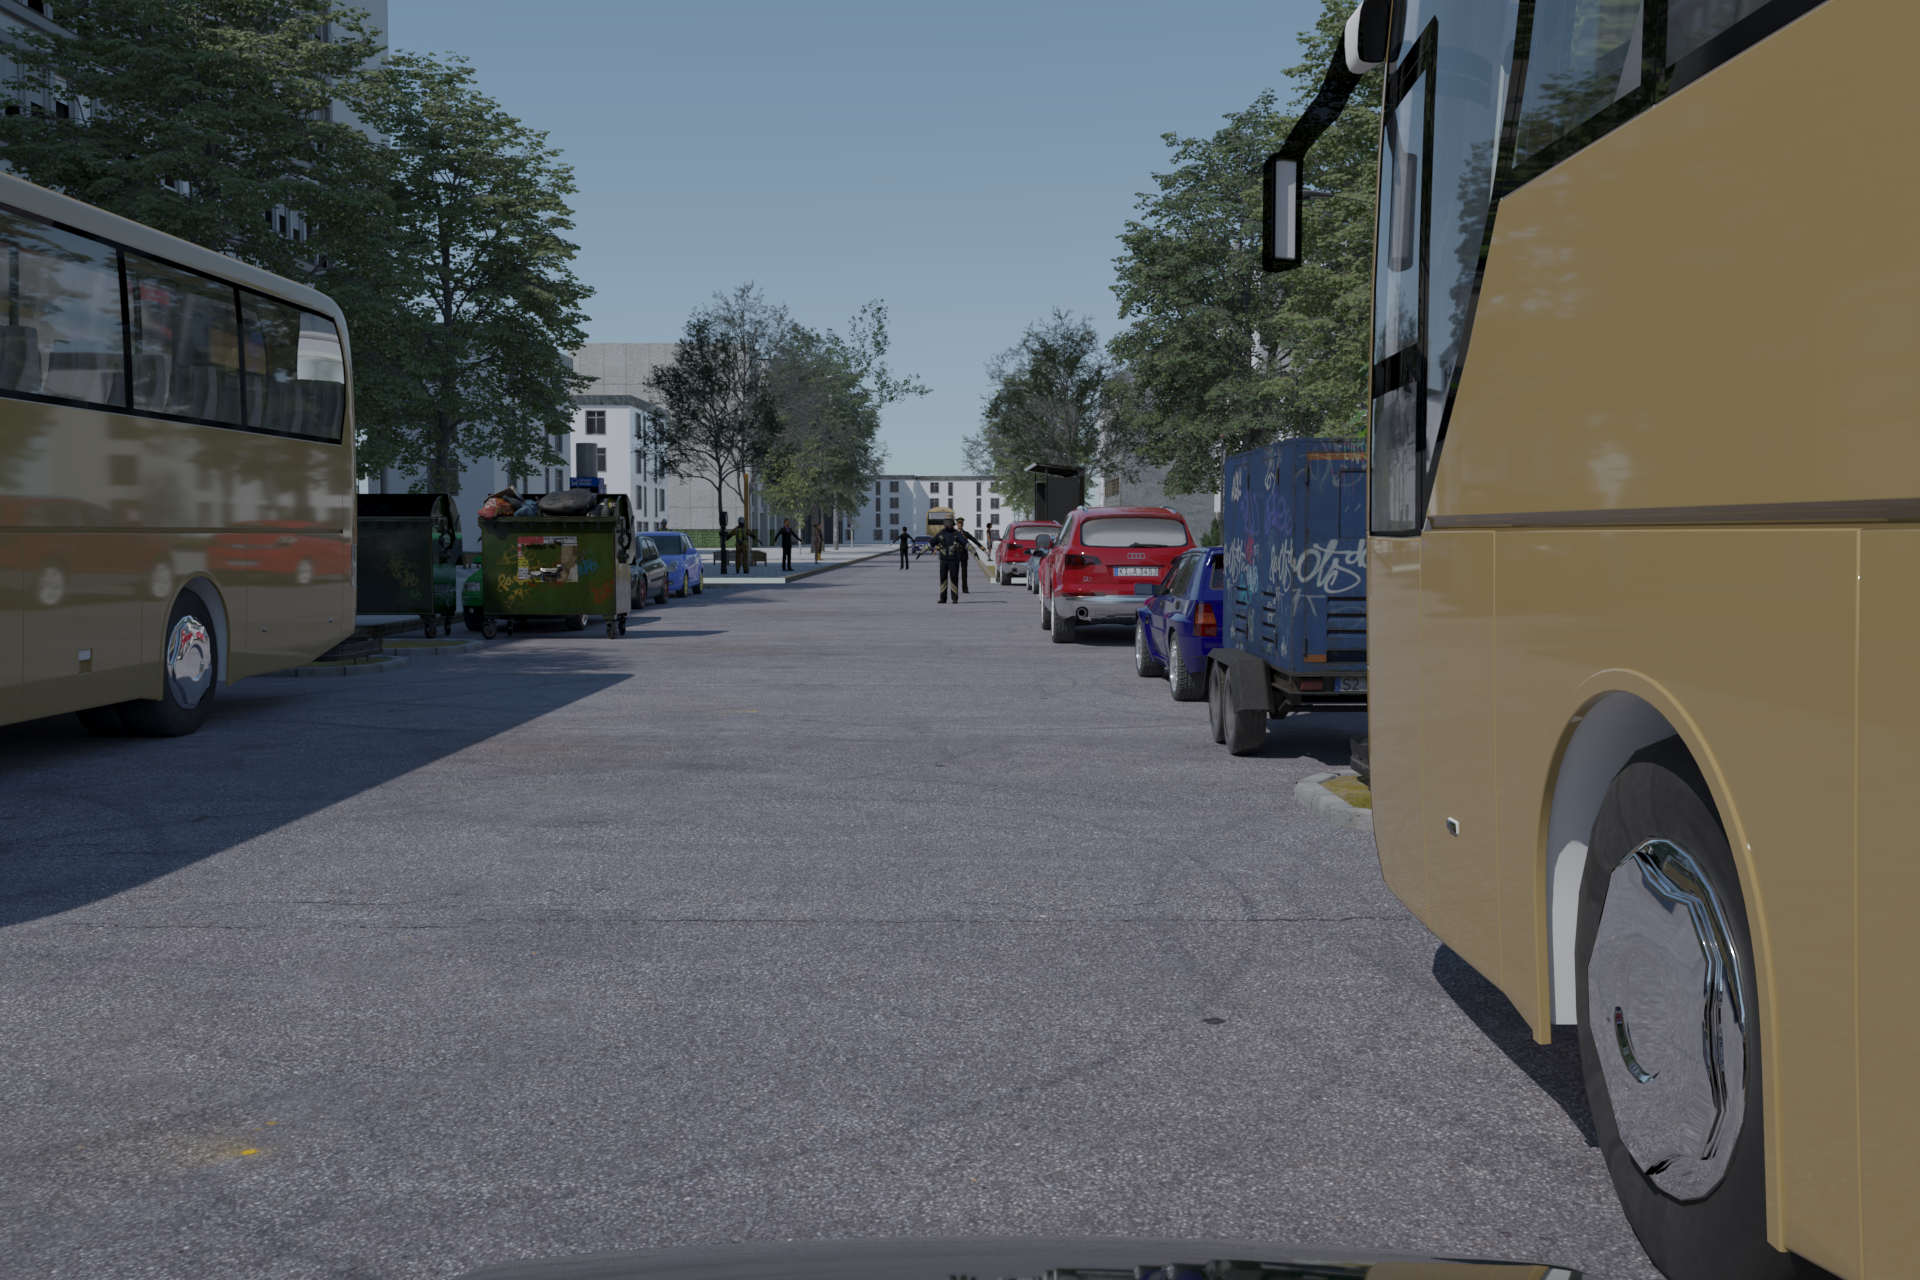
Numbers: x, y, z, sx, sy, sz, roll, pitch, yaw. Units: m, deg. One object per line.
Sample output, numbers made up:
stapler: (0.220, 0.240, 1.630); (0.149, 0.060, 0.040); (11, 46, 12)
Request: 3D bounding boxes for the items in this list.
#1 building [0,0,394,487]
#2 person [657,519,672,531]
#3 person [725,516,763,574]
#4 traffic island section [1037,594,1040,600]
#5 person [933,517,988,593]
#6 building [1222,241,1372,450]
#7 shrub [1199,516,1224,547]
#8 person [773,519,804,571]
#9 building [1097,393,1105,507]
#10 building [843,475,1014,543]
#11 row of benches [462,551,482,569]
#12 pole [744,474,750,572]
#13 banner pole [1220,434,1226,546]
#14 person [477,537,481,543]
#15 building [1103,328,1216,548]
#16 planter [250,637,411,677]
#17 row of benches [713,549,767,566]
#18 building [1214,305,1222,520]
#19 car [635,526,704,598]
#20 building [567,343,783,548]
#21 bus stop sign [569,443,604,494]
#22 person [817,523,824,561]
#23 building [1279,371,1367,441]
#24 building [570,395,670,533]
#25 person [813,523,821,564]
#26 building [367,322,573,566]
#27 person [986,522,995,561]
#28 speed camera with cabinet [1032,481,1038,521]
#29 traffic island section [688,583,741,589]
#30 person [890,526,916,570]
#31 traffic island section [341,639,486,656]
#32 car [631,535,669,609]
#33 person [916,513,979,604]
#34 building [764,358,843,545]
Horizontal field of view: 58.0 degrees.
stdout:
building: (-29.438, -14.255, 40.671); (19.016, 26.051, 41.698); (0, 4, 1)
person: (-9.372, -2.971, 55.036); (1.216, 1.772, 0.721); (-1, 4, -17)
person: (-7.059, -3.072, 55.990); (1.354, 1.858, 0.705); (0, 4, 4)
traffic island section: (2.710, -0.941, 38.248); (1.991, 0.108, 1.994); (0, 4, 0)
person: (0.009, -2.043, 41.788); (1.347, 1.837, 0.705); (0, 4, -6)
building: (22.343, -15.688, 112.921); (16.016, 20.090, 11.380); (0, 4, 0)
shrub: (10.515, -4.046, 70.199); (1.661, 2.075, 1.752); (0, 3, 0)
person: (-5.976, -3.288, 59.982); (0.704, 1.802, 1.346); (3, 5, 44)
building: (23.069, -22.620, 226.256); (16.016, 20.090, 11.380); (0, 4, 0)
building: (-6.281, -18.420, 245.772); (28.070, 9.664, 9.099); (0, 4, 2)
row of benches: (-18.025, -3.047, 65.275); (1.422, 0.672, 4.104); (1, 4, 12)
pole: (-7.207, -3.955, 58.499); (0.158, 3.312, 0.155); (0, 3, 0)
banner pole: (6.536, -3.243, 43.032); (0.401, 3.779, 0.863); (0, 3, 0)
person: (-18.365, -3.795, 68.227); (1.347, 1.806, 0.705); (0, 4, -2)
building: (24.447, -20.928, 173.107); (19.493, 23.208, 18.063); (0, 4, 0)
planter: (-6.956, 0.173, 18.314); (1.991, 0.319, 1.994); (0, 4, 1)
row of benches: (-8.927, -3.358, 70.360); (1.422, 0.672, 4.104); (-2, 4, -31)
building: (24.813, -16.887, 132.522); (16.016, 20.090, 11.380); (0, 3, 0)
car: (-7.004, -1.869, 40.152); (1.945, 1.707, 3.694); (0, 4, 0)
building: (-27.966, -18.944, 176.195); (16.747, 18.905, 31.486); (0, 4, 0)
bus stop sign: (-10.802, -3.743, 50.212); (0.837, 3.901, 0.837); (0, 4, 0)
person: (-6.778, -4.759, 83.944); (0.704, 1.812, 1.346); (0, 4, 3)
building: (22.305, -8.671, 83.916); (9.099, 9.664, 28.070); (0, 4, 0)
building: (-24.373, -10.792, 118.591); (9.099, 9.664, 28.070); (0, 4, 0)
person: (-5.982, -4.069, 73.334); (0.721, 1.733, 1.217); (-1, 4, -8)
building: (-23.019, -8.606, 82.862); (9.099, 9.664, 28.070); (0, 4, 0)
person: (1.428, -4.626, 81.775); (0.704, 1.843, 1.345); (1, 4, 9)
speed camera with cabinet: (3.034, -4.276, 64.250); (0.660, 3.252, 2.038); (0, 4, 1)
traffic island section: (-6.925, -1.446, 46.516); (1.991, 0.108, 1.994); (0, 3, 0)
person: (-2.268, -3.673, 69.236); (1.216, 1.740, 0.721); (-2, 4, -33)
traffic island section: (-6.945, 0.097, 21.276); (1.991, 0.108, 1.994); (0, 4, 0)
car: (-6.884, -1.496, 34.248); (2.009, 1.686, 4.222); (0, 4, 0)
person: (-0.235, -1.676, 35.635); (1.354, 1.856, 0.705); (1, 4, 16)
building: (-29.627, -22.859, 217.716); (27.936, 21.610, 32.646); (0, 4, 0)
